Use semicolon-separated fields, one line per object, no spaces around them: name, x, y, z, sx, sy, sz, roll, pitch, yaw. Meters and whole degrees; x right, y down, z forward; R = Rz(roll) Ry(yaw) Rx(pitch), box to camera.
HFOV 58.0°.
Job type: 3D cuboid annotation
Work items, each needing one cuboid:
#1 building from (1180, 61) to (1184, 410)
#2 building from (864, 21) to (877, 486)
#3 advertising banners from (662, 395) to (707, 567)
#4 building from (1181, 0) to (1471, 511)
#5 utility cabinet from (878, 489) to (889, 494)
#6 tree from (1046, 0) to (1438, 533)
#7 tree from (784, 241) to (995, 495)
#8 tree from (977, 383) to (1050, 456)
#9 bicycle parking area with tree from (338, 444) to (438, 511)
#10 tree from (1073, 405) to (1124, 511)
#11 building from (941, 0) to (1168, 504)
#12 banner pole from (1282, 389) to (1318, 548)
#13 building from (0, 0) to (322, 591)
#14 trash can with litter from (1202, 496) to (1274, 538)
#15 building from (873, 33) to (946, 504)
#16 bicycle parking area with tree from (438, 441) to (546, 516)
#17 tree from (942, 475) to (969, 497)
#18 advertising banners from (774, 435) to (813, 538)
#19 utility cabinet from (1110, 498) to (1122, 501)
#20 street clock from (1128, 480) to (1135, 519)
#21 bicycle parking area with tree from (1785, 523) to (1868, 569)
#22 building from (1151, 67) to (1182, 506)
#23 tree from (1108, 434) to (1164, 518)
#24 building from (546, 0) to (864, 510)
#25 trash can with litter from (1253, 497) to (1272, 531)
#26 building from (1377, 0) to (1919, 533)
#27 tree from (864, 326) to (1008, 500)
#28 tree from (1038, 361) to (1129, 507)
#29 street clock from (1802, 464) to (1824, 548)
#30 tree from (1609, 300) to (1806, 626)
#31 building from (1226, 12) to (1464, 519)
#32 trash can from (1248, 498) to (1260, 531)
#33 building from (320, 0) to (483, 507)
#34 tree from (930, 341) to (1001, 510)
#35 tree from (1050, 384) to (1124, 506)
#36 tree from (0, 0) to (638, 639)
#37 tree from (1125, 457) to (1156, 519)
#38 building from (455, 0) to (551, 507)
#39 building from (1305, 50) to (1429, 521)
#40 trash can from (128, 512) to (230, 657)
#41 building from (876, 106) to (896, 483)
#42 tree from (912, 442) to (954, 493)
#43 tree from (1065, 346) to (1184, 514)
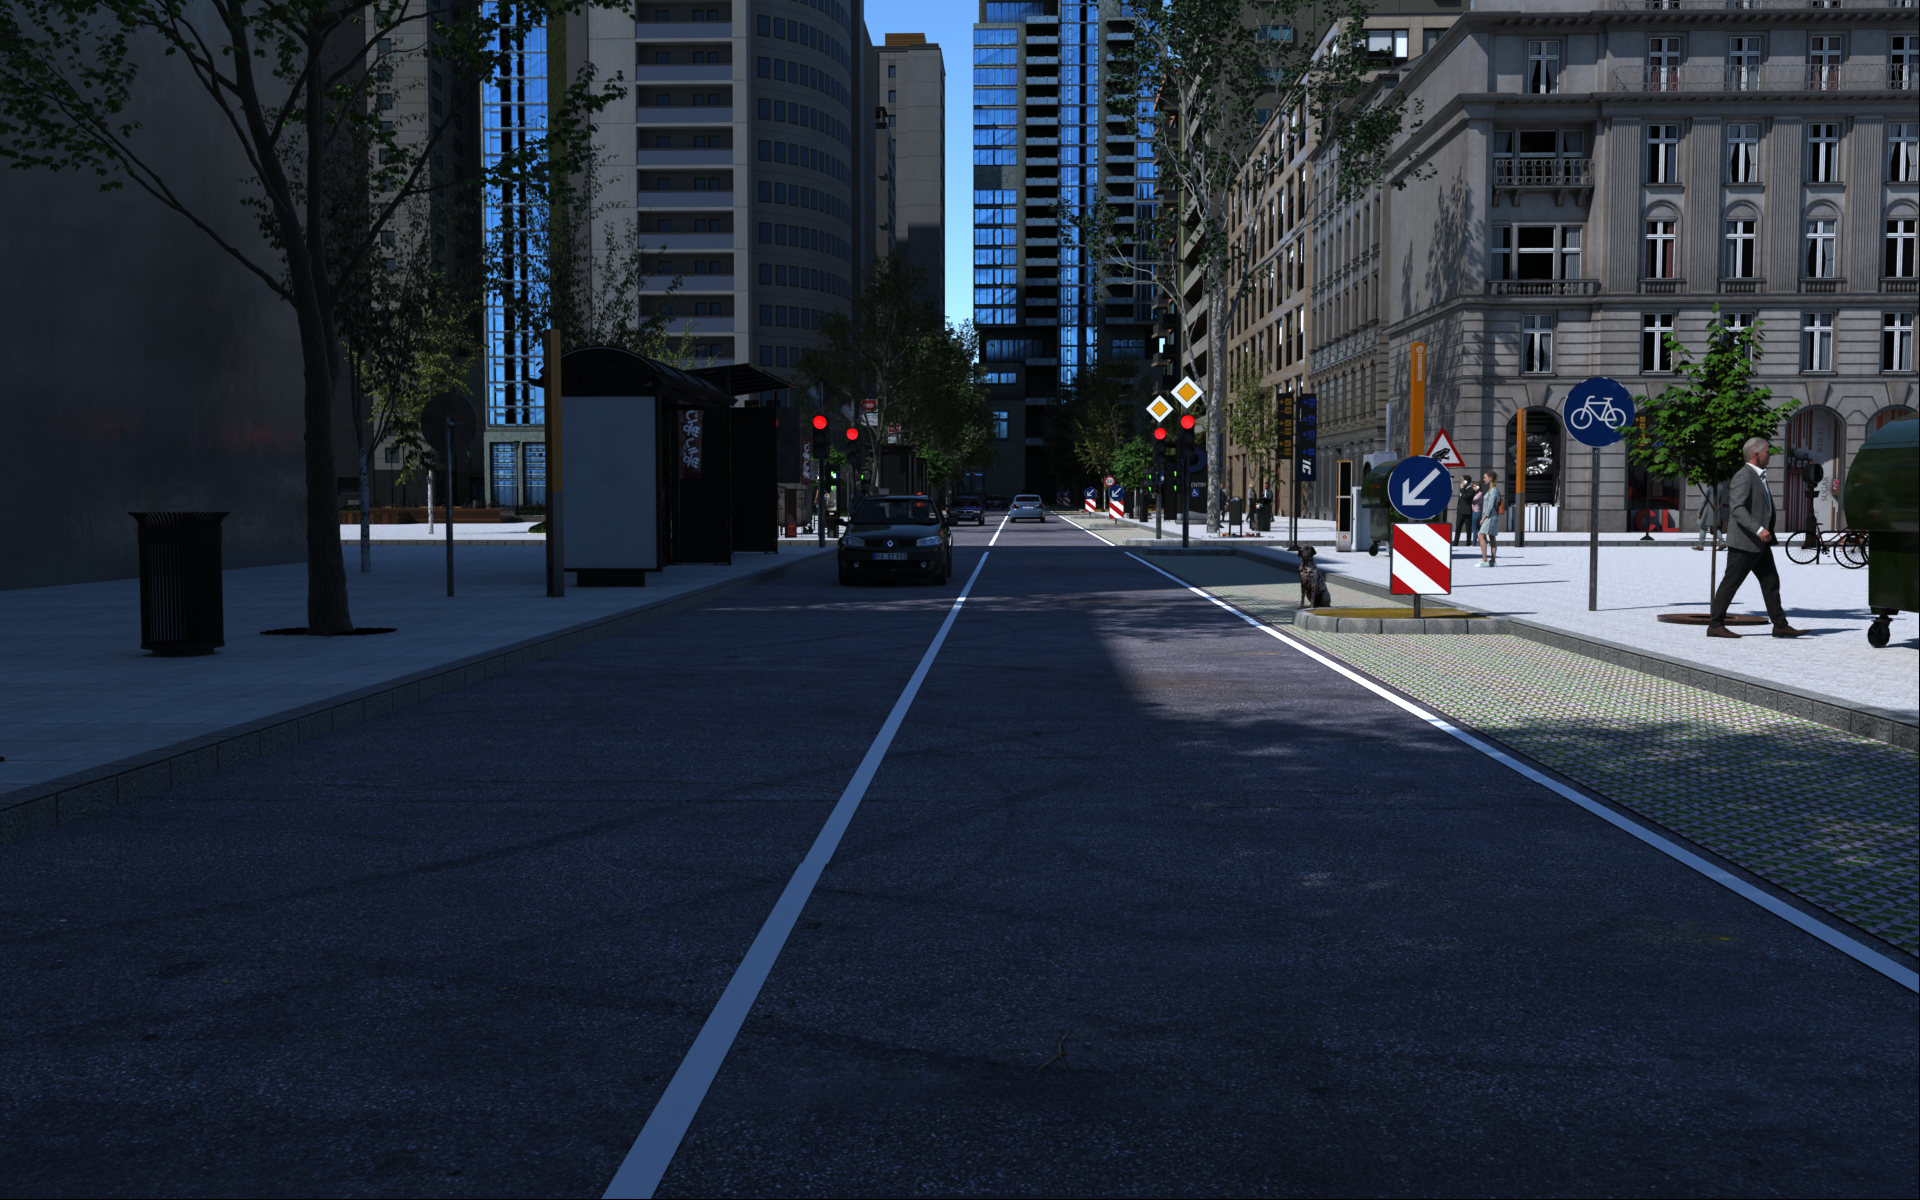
building;26.587;-28.809;154.626;14.154;41.232;14.086;0;4;2
building;-15.229;-31.205;160.318;14.600;45.320;14.200;0;4;2
advertising banners;-5.428;-2.091;30.377;2.074;3.025;0.090;-2;4;-24
building;29.195;-31.349;136.265;21.300;48.544;21.600;0;4;2
utility cabinet;-3.448;-3.760;70.159;1.173;1.500;0.318;-3;4;-38
tree;9.202;-12.333;57.526;12.611;20.169;13.585;0;3;0
tree;-3.080;-7.934;64.136;7.601;10.594;8.767;3;4;38
tree;-1.034;-14.478;147.079;12.009;13.543;11.850;0;3;0
bicycle parking area with tree;-32.489;-6.471;92.796;8.231;4.147;9.016;1;4;12
tree;10.947;-11.182;133.183;4.737;8.622;4.395;0;3;0
building;13.542;-55.804;225.060;31.000;86.520;22.319;0;4;2
banner pole;8.114;-3.134;41.261;0.863;3.779;0.401;2;4;35
building;-29.588;-13.416;23.870;34.151;26.468;19.350;0;4;2
trash can with litter;8.381;-2.476;51.544;1.678;1.210;2.233;-2;4;-32
building;-16.089;-41.817;225.699;28.212;58.520;21.231;0;4;2
bicycle parking area with tree;-21.376;-6.445;92.383;8.231;4.147;9.016;3;4;37
tree;-0.504;-13.587;172.503;4.360;8.622;3.978;0;3;0
advertising banners;-5.007;-3.348;50.934;0.090;3.025;2.074;3;4;37
utility cabinet;9.633;-5.869;107.122;0.306;1.237;1.020;2;4;33
street clock;8.907;-5.225;90.005;0.358;2.002;0.471;2;4;30
bicycle parking area with tree;19.006;-2.514;28.111;9.016;4.147;8.231;1;4;10
building;31.135;-31.934;176.741;22.147;44.769;28.867;0;4;2
tree;9.617;-6.756;94.179;4.285;4.588;4.351;0;3;0
building;-19.367;-36.499;138.753;21.231;58.520;28.212;0;4;2
trash can with litter;10.343;-2.949;59.605;0.624;1.170;1.055;-1;4;-8
building;28.363;-13.487;62.316;24.055;21.916;13.314;0;4;2
tree;-1.617;-12.096;114.777;9.611;12.733;9.660;0;3;0
tree;11.954;-15.950;167.444;9.857;13.997;8.962;0;3;0
street clock;20.241;-2.238;41.160;0.471;2.002;0.358;-2;4;-24
tree;7.597;-1.394;17.394;1.663;3.219;1.824;0;3;0
building;28.146;-18.473;106.551;19.350;26.468;34.151;0;4;2
trash can;10.485;-3.010;60.860;0.748;1.137;0.748;0;3;0
building;-62.817;-45.574;183.380;20.611;71.187;20.563;0;4;2
tree;-0.836;-12.807;127.521;7.486;12.596;7.792;0;3;0
tree;13.004;-16.968;187.803;12.009;13.543;11.850;0;3;0
tree;-5.928;-5.497;15.630;9.928;11.665;9.643;0;3;0
tree;9.182;-5.731;88.302;1.663;3.219;1.824;0;3;0
building;-36.844;-53.132;181.374;31.000;86.520;22.319;0;4;2
building;22.375;-14.150;80.495;9.793;20.994;18.267;0;4;2
trash can;-6.216;-0.133;13.828;0.748;1.137;0.748;0;3;0
building;-14.049;-30.676;185.140;14.086;41.232;14.154;0;4;2
tree;-2.067;-7.608;108.106;4.285;4.588;4.351;0;3;0
tree;10.312;-10.613;107.938;8.767;10.594;7.601;2;4;28
